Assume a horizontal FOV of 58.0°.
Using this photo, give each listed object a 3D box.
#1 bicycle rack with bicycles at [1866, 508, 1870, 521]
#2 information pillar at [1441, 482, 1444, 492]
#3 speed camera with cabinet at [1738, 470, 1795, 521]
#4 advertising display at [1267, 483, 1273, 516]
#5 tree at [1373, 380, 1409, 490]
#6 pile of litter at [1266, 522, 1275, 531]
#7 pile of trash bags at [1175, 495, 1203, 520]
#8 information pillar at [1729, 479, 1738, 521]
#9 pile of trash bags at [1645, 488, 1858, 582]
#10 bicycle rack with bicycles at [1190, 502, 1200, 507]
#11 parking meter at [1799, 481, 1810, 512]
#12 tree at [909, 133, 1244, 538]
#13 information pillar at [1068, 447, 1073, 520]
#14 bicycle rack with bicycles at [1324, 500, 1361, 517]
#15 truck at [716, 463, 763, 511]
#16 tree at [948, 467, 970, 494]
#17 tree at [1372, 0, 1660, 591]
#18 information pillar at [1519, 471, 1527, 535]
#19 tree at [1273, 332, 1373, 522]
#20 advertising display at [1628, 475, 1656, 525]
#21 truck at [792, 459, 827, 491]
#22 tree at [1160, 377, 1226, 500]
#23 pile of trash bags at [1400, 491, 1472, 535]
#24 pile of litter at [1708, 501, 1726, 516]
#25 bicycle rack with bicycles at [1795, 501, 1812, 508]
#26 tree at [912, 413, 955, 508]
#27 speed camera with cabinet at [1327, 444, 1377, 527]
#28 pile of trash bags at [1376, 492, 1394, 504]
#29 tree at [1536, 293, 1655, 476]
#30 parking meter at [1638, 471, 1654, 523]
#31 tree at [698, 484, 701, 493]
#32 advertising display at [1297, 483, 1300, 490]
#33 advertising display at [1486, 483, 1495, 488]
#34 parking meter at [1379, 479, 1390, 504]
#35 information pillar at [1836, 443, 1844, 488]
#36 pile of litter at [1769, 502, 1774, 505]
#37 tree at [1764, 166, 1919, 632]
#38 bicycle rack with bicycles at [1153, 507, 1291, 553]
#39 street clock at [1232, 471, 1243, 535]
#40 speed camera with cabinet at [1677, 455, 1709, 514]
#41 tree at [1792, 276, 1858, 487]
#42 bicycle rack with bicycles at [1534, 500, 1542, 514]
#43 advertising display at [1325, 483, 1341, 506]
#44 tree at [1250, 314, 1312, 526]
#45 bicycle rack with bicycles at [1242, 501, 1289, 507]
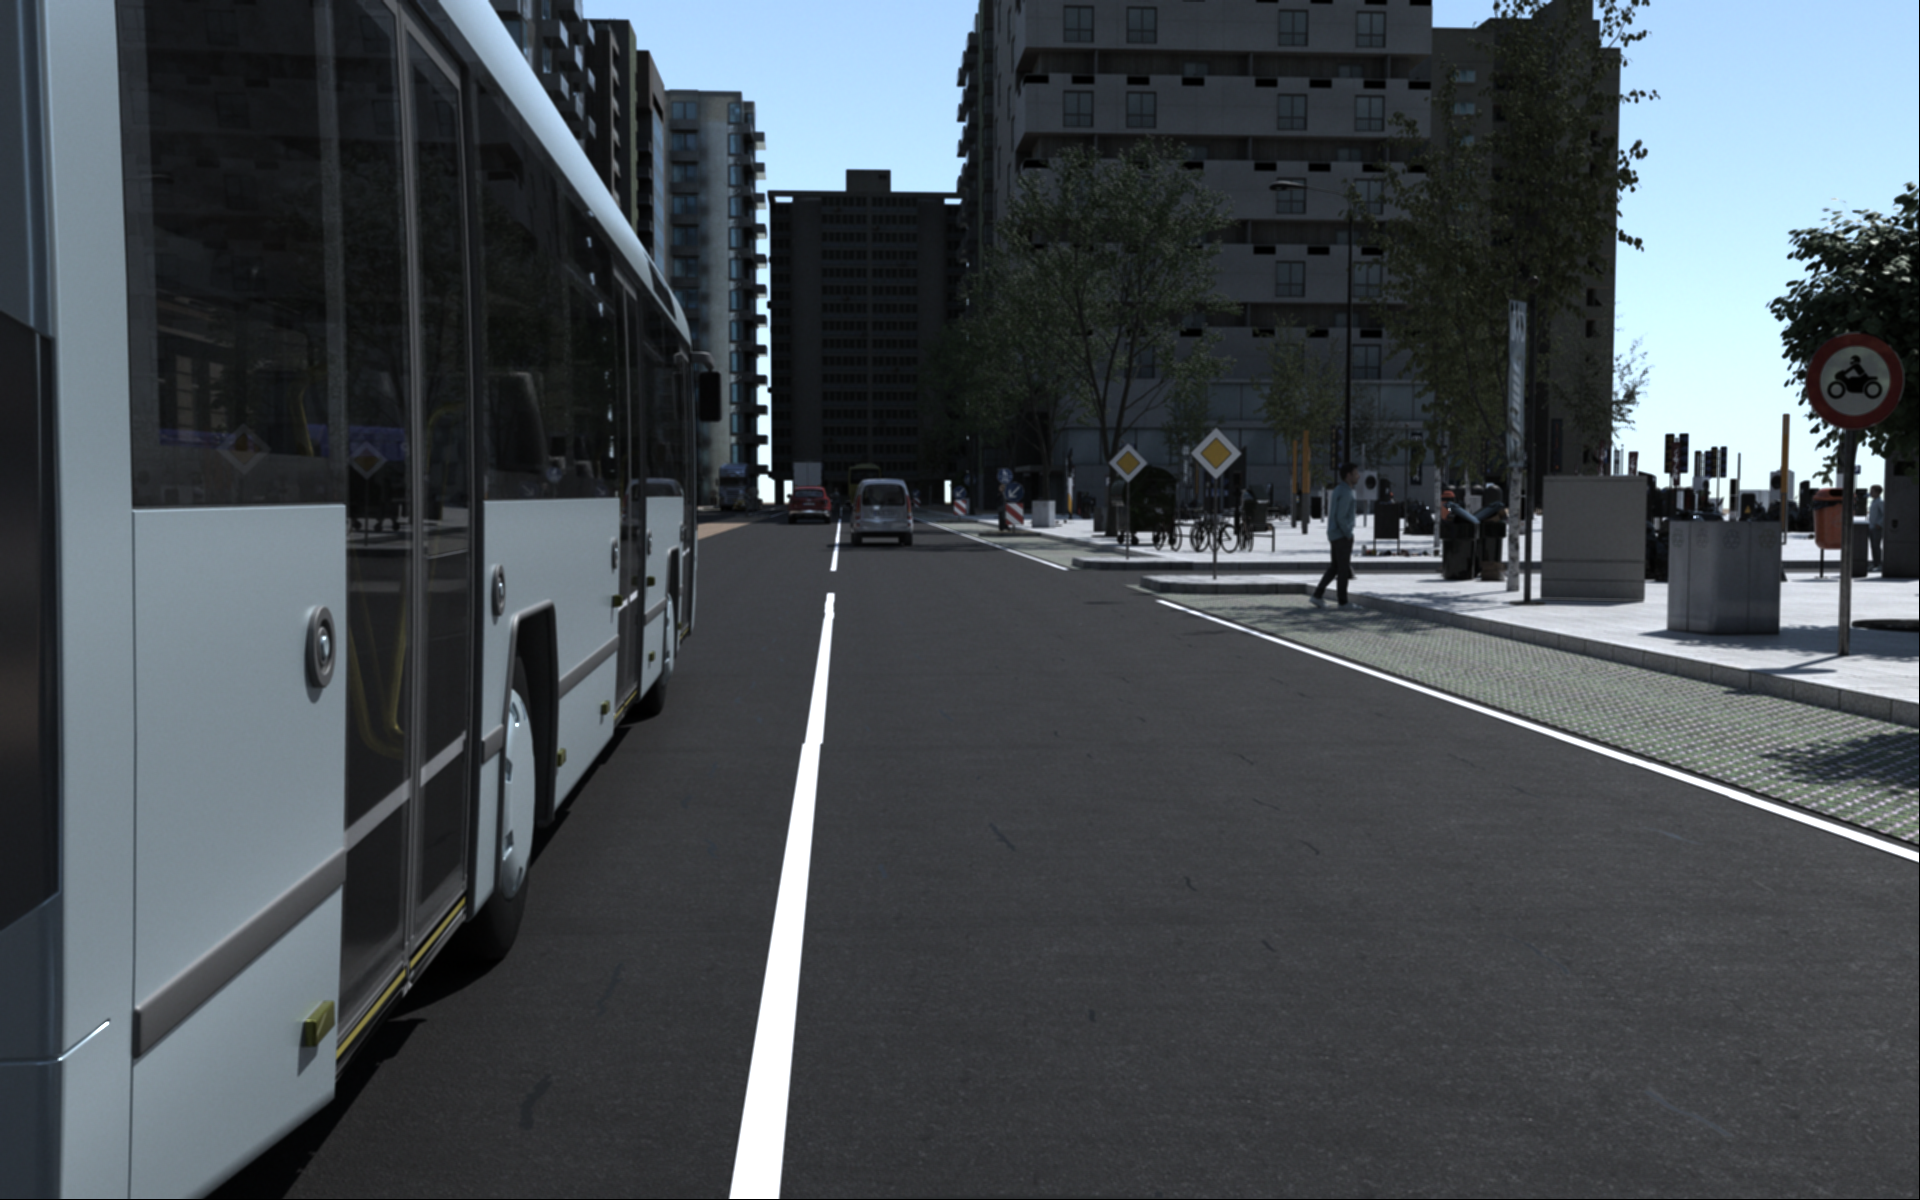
[{"bbox_3d":[45.322,-4.332,84.215,2.852,0.926,2.925,2,4,33],"label":"bicycle rack with bicycles"},{"bbox_3d":[28.780,-6.030,103.074,0.304,2.012,0.304,2,4,32],"label":"information pillar"},{"bbox_3d":[31.240,-4.452,67.127,0.660,3.252,2.038,-2,4,-29],"label":"speed camera with cabinet"},{"bbox_3d":[18.293,-5.934,102.242,0.123,1.923,0.974,0,4,-4],"label":"advertising display"},{"bbox_3d":[25.599,-9.639,107.957,4.360,8.622,3.978,0,3,0],"label":"tree"},{"bbox_3d":[10.592,-2.875,60.978,1.719,0.858,1.176,-3,5,-44],"label":"pile of litter"},{"bbox_3d":[11.458,-4.668,86.079,1.912,1.369,3.447,-3,5,-41],"label":"pile of trash bags"},{"bbox_3d":[37.199,-4.818,83.272,0.304,2.012,0.304,3,4,38],"label":"information pillar"},{"bbox_3d":[11.745,-0.998,26.077,3.447,1.369,1.912,0,4,-3],"label":"pile of trash bags"},{"bbox_3d":[9.909,-4.027,79.227,2.852,0.926,2.925,3,5,42],"label":"bicycle rack with bicycles"},{"bbox_3d":[36.530,-4.235,74.945,0.255,1.863,0.399,0,4,-7],"label":"parking meter"},{"bbox_3d":[4.472,-7.672,51.190,9.928,11.665,9.643,0,3,0],"label":"tree"},{"bbox_3d":[5.513,-5.832,86.706,0.183,3.616,0.504,1,4,20],"label":"information pillar"},{"bbox_3d":[20.670,-5.139,97.404,2.852,0.926,2.925,-3,4,-37],"label":"bicycle rack with bicycles"},{"bbox_3d":[-19.800,-10.224,156.921,2.967,4.110,18.799,0,4,-2],"label":"truck"},{"bbox_3d":[0.191,-8.202,128.707,1.663,3.219,1.824,0,3,0],"label":"tree"},{"bbox_3d":[7.290,-4.437,22.901,4.737,8.622,4.395,0,3,0],"label":"tree"},{"bbox_3d":[17.582,-3.056,54.456,0.304,2.012,0.304,-2,4,-35],"label":"information pillar"},{"bbox_3d":[16.176,-7.815,78.143,4.360,8.622,3.978,0,3,0],"label":"tree"},{"bbox_3d":[23.375,-3.320,59.491,0.974,1.923,0.123,1,4,21],"label":"advertising display"},{"bbox_3d":[-12.622,-9.559,145.200,2.839,4.237,11.283,0,4,-3],"label":"truck"},{"bbox_3d":[13.767,-9.350,103.239,4.737,8.622,4.395,0,3,0],"label":"tree"},{"bbox_3d":[15.021,-2.715,54.145,1.912,1.369,3.447,0,4,6],"label":"pile of trash bags"},{"bbox_3d":[44.890,-5.449,103.058,1.176,0.858,1.719,0,4,6],"label":"pile of litter"},{"bbox_3d":[54.454,-5.840,108.863,2.925,0.926,2.852,-2,4,-32],"label":"bicycle rack with bicycles"},{"bbox_3d":[-2.609,-12.595,156.282,4.737,8.622,4.395,0,3,0],"label":"tree"},{"bbox_3d":[15.284,-4.471,67.431,2.038,3.252,0.660,-2,4,-29],"label":"speed camera with cabinet"},{"bbox_3d":[23.110,-5.043,92.204,1.912,1.369,3.447,0,4,2],"label":"pile of trash bags"},{"bbox_3d":[23.206,-6.943,63.884,4.360,8.622,3.978,0,3,0],"label":"tree"},{"bbox_3d":[17.270,-2.319,43.627,0.399,1.863,0.255,1,4,23],"label":"parking meter"},{"bbox_3d":[-27.776,-11.408,181.120,1.663,3.219,1.824,0,3,0],"label":"tree"},{"bbox_3d":[18.904,-5.611,96.957,0.123,1.923,0.974,1,4,16],"label":"advertising display"},{"bbox_3d":[29.720,-5.631,97.276,0.974,1.923,0.123,-3,5,-44],"label":"advertising display"},{"bbox_3d":[16.236,-3.701,66.215,0.399,1.863,0.255,-3,5,-41],"label":"parking meter"},{"bbox_3d":[35.673,-4.808,69.959,0.504,3.616,0.183,1,4,9],"label":"information pillar"},{"bbox_3d":[45.651,-5.057,96.643,1.176,0.858,1.719,1,4,13],"label":"pile of litter"},{"bbox_3d":[9.434,-2.007,16.527,4.285,4.588,4.351,0,3,0],"label":"tree"},{"bbox_3d":[5.807,-1.558,38.855,2.852,0.926,2.925,-1,4,-10],"label":"bicycle rack with bicycles"},{"bbox_3d":[8.725,-3.053,54.488,0.358,2.002,0.471,1,4,13],"label":"street clock"},{"bbox_3d":[37.306,-5.734,88.094,2.038,3.252,0.660,-3,4,-36],"label":"speed camera with cabinet"},{"bbox_3d":[28.355,-6.387,54.796,4.737,8.622,4.395,0,3,0],"label":"tree"},{"bbox_3d":[36.456,-5.826,108.635,2.852,0.926,2.925,-2,4,-31],"label":"bicycle rack with bicycles"},{"bbox_3d":[22.352,-6.014,103.549,0.974,1.923,0.123,1,4,18],"label":"advertising display"},{"bbox_3d":[13.592,-7.324,70.110,4.737,8.622,4.395,0,3,0],"label":"tree"},{"bbox_3d":[14.201,-4.215,82.292,2.925,0.926,2.852,-1,4,-19],"label":"bicycle rack with bicycles"}]
